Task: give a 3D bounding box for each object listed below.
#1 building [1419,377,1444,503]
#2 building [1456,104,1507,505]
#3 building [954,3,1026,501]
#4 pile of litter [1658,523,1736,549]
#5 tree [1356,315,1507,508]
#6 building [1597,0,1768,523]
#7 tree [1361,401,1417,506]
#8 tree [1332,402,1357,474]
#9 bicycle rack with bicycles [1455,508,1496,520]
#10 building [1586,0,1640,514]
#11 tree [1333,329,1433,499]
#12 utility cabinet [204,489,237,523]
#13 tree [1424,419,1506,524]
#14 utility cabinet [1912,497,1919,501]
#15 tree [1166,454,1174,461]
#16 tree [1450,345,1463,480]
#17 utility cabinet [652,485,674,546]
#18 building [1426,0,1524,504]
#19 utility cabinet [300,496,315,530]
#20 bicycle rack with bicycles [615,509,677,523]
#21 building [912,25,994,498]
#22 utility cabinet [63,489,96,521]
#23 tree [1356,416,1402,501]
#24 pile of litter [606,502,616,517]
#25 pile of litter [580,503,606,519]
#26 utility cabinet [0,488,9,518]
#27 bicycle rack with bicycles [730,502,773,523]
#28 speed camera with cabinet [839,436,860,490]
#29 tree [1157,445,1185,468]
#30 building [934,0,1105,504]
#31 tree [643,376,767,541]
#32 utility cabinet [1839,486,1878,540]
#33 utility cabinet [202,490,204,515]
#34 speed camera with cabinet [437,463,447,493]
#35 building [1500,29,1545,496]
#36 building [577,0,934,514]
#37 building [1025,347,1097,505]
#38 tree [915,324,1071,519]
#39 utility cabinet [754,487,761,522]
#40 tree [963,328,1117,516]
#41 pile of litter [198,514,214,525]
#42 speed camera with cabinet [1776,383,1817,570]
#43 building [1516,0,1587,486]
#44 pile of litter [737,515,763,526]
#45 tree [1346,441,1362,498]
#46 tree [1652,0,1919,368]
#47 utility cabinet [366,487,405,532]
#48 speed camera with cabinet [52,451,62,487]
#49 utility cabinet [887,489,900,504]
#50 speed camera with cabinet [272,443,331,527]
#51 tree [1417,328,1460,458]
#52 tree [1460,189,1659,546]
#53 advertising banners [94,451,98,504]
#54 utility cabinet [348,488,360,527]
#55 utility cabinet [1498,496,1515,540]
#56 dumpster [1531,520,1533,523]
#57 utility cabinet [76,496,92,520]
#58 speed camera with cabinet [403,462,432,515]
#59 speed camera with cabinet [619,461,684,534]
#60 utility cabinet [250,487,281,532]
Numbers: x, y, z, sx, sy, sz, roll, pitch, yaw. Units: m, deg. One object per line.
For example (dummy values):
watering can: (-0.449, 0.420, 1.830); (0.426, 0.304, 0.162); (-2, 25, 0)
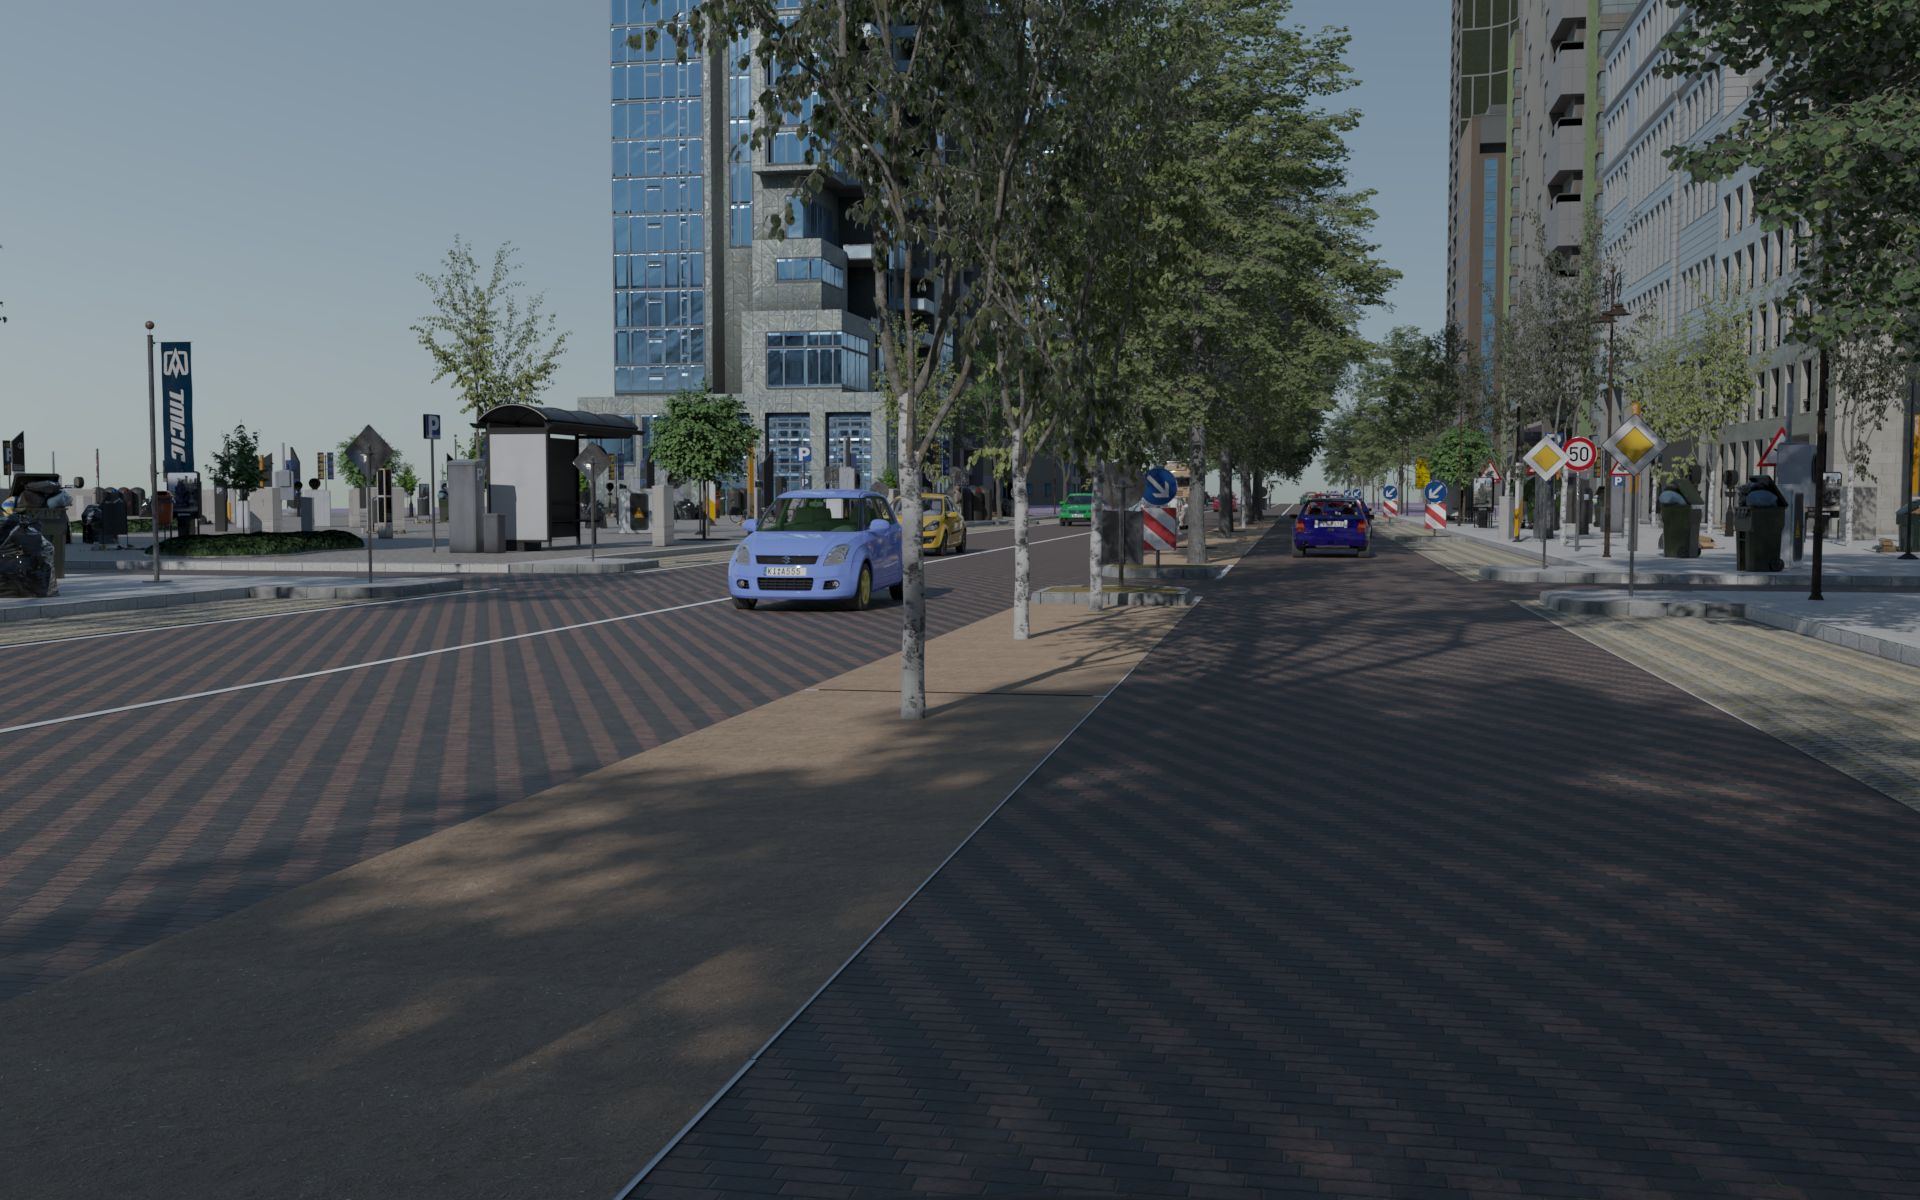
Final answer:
building: (78.998, -24.170, 240.211); (27.650, 21.520, 28.899); (1, 4, 11)
building: (64.998, -33.586, 199.239); (14.600, 45.320, 14.200); (1, 4, 11)
building: (-1.851, -31.247, 161.005); (14.600, 45.320, 14.200); (1, 4, 11)
pile of litter: (17.061, -1.617, 40.401); (1.719, 0.858, 1.176); (0, 4, -2)
tree: (24.869, -9.523, 90.116); (7.601, 10.594, 8.767); (1, 4, 10)
building: (39.570, -18.795, 84.789); (11.434, 29.767, 29.804); (1, 4, 11)
tree: (33.938, -11.252, 134.327); (4.737, 8.622, 4.395); (0, 3, 0)
tree: (38.911, -13.941, 162.345); (8.767, 10.594, 7.601); (1, 4, 20)
bicycle rack with bicycles: (25.402, -4.495, 86.879); (2.925, 0.926, 2.852); (-1, 4, -11)
building: (48.204, -26.329, 114.072); (14.154, 41.232, 14.086); (1, 4, 11)
tree: (47.518, -20.964, 198.656); (12.611, 20.169, 13.585); (0, 3, 0)
utility cabinet: (-32.500, -4.132, 76.232); (1.173, 1.500, 0.318); (-1, 4, -10)
tree: (21.863, -5.577, 74.898); (4.285, 4.588, 4.351); (0, 3, 0)
utility cabinet: (22.074, -1.709, 39.100); (1.020, 1.237, 0.306); (3, 5, 45)
tree: (23.060, -21.057, 200.165); (12.611, 20.169, 13.585); (0, 3, 0)
tree: (18.141, -6.539, 57.271); (4.360, 8.622, 3.978); (0, 3, 0)
utility cabinet: (-7.327, -2.079, 42.672); (0.318, 1.500, 1.173); (0, 4, 2)
building: (69.744, -47.528, 215.336); (20.563, 71.187, 20.611); (1, 4, 11)
utility cabinet: (-17.180, -2.109, 45.645); (0.306, 1.237, 1.020); (-1, 4, -17)
bicycle rack with bicycles: (-14.024, -3.942, 77.827); (2.925, 0.926, 2.852); (-1, 4, -22)
building: (-5.219, -28.368, 147.405); (14.154, 41.232, 14.086); (1, 4, 11)
utility cabinet: (-35.593, -3.754, 70.052); (1.173, 1.500, 0.318); (-1, 4, -19)
tree: (35.731, -12.016, 146.826); (4.360, 8.622, 3.978); (0, 3, 0)
pile of litter: (-19.700, -5.209, 99.138); (1.719, 0.858, 1.176); (0, 4, -4)
pile of litter: (-17.951, -4.259, 83.605); (1.176, 0.858, 1.719); (-1, 4, -21)
utility cabinet: (-36.134, -3.488, 65.703); (1.173, 1.500, 0.318); (-3, 5, -41)
bicycle rack with bicycles: (-8.742, -3.869, 76.642); (2.925, 0.926, 2.852); (0, 4, 0)
speed camera with cabinet: (-3.933, -3.930, 58.598); (0.660, 3.252, 2.038); (1, 4, 15)
tree: (29.561, -18.078, 229.991); (8.767, 10.594, 7.601); (3, 5, 40)
building: (10.851, -57.070, 245.766); (22.319, 86.520, 31.000); (1, 4, 11)
tree: (-7.113, -3.945, 48.215); (4.285, 4.588, 4.351); (0, 3, 0)
utility cabinet: (24.929, -2.408, 48.054); (1.173, 1.500, 0.318); (-2, 4, -27)
utility cabinet: (-37.193, -4.759, 86.486); (1.173, 1.500, 0.318); (-1, 4, -18)
speed camera with cabinet: (-33.881, -7.162, 111.438); (2.038, 3.252, 0.660); (-3, 4, -36)
building: (55.823, -28.838, 155.096); (14.154, 41.232, 14.086); (1, 4, 11)
building: (-12.589, -49.649, 124.437); (22.319, 86.520, 31.000); (1, 4, 11)
building: (2.255, -22.859, 218.777); (27.650, 21.520, 28.899); (1, 4, 11)
tree: (1.921, -9.448, 88.883); (8.767, 10.594, 7.601); (-2, 4, -25)
utility cabinet: (-6.520, -2.841, 55.132); (0.318, 1.500, 1.173); (0, 3, 0)
tree: (3.807, -10.791, 102.194); (9.928, 11.665, 9.643); (0, 3, 0)
pile of litter: (-32.150, -3.583, 72.546); (1.719, 0.858, 1.176); (0, 4, -1)
speed camera with cabinet: (14.473, -2.194, 30.207); (0.660, 3.252, 2.038); (3, 4, 38)
building: (58.544, -33.258, 133.013); (28.713, 52.752, 27.495); (1, 4, 11)
pile of litter: (-8.429, -3.395, 69.474); (1.176, 0.858, 1.719); (1, 4, 18)
tree: (43.543, -14.369, 185.298); (4.737, 8.622, 4.395); (0, 3, 0)
tree: (9.413, -6.467, 12.395); (9.857, 13.997, 8.962); (0, 3, 0)
utility cabinet: (-19.279, -3.025, 58.143); (1.173, 1.500, 0.318); (-2, 4, -30)
speed camera with cabinet: (-42.579, -5.232, 79.877); (2.038, 3.252, 0.660); (-1, 4, -21)
utility cabinet: (-2.759, -3.886, 72.220); (0.318, 1.500, 1.173); (1, 4, 13)
speed camera with cabinet: (-25.492, -4.447, 67.049); (2.038, 3.252, 0.660); (-2, 4, -34)
tree: (30.012, -12.100, 115.964); (7.486, 12.596, 7.792); (0, 3, 0)
tree: (15.040, -5.659, 42.888); (4.360, 8.622, 3.978); (0, 3, 0)
advertising banners: (-34.270, -4.435, 68.698); (0.090, 3.025, 2.074); (-2, 4, -29)
utility cabinet: (-23.424, -3.563, 66.936); (0.318, 1.500, 1.173); (-2, 4, -25)
utility cabinet: (15.542, -2.327, 49.203); (0.306, 1.237, 1.020); (2, 4, 26)
dumpster: (24.566, -4.263, 75.459); (1.264, 1.857, 1.865); (1, 4, 11)
utility cabinet: (-32.723, -3.276, 64.722); (0.306, 1.237, 1.020); (-3, 5, -41)
speed camera with cabinet: (-33.838, -6.929, 107.630); (2.038, 3.252, 0.660); (-2, 4, -27)
speed camera with cabinet: (-9.956, -3.763, 55.856); (2.038, 3.252, 0.660); (-2, 4, -35)
utility cabinet: (-22.096, -2.837, 55.056); (1.173, 1.500, 0.318); (2, 4, 33)
